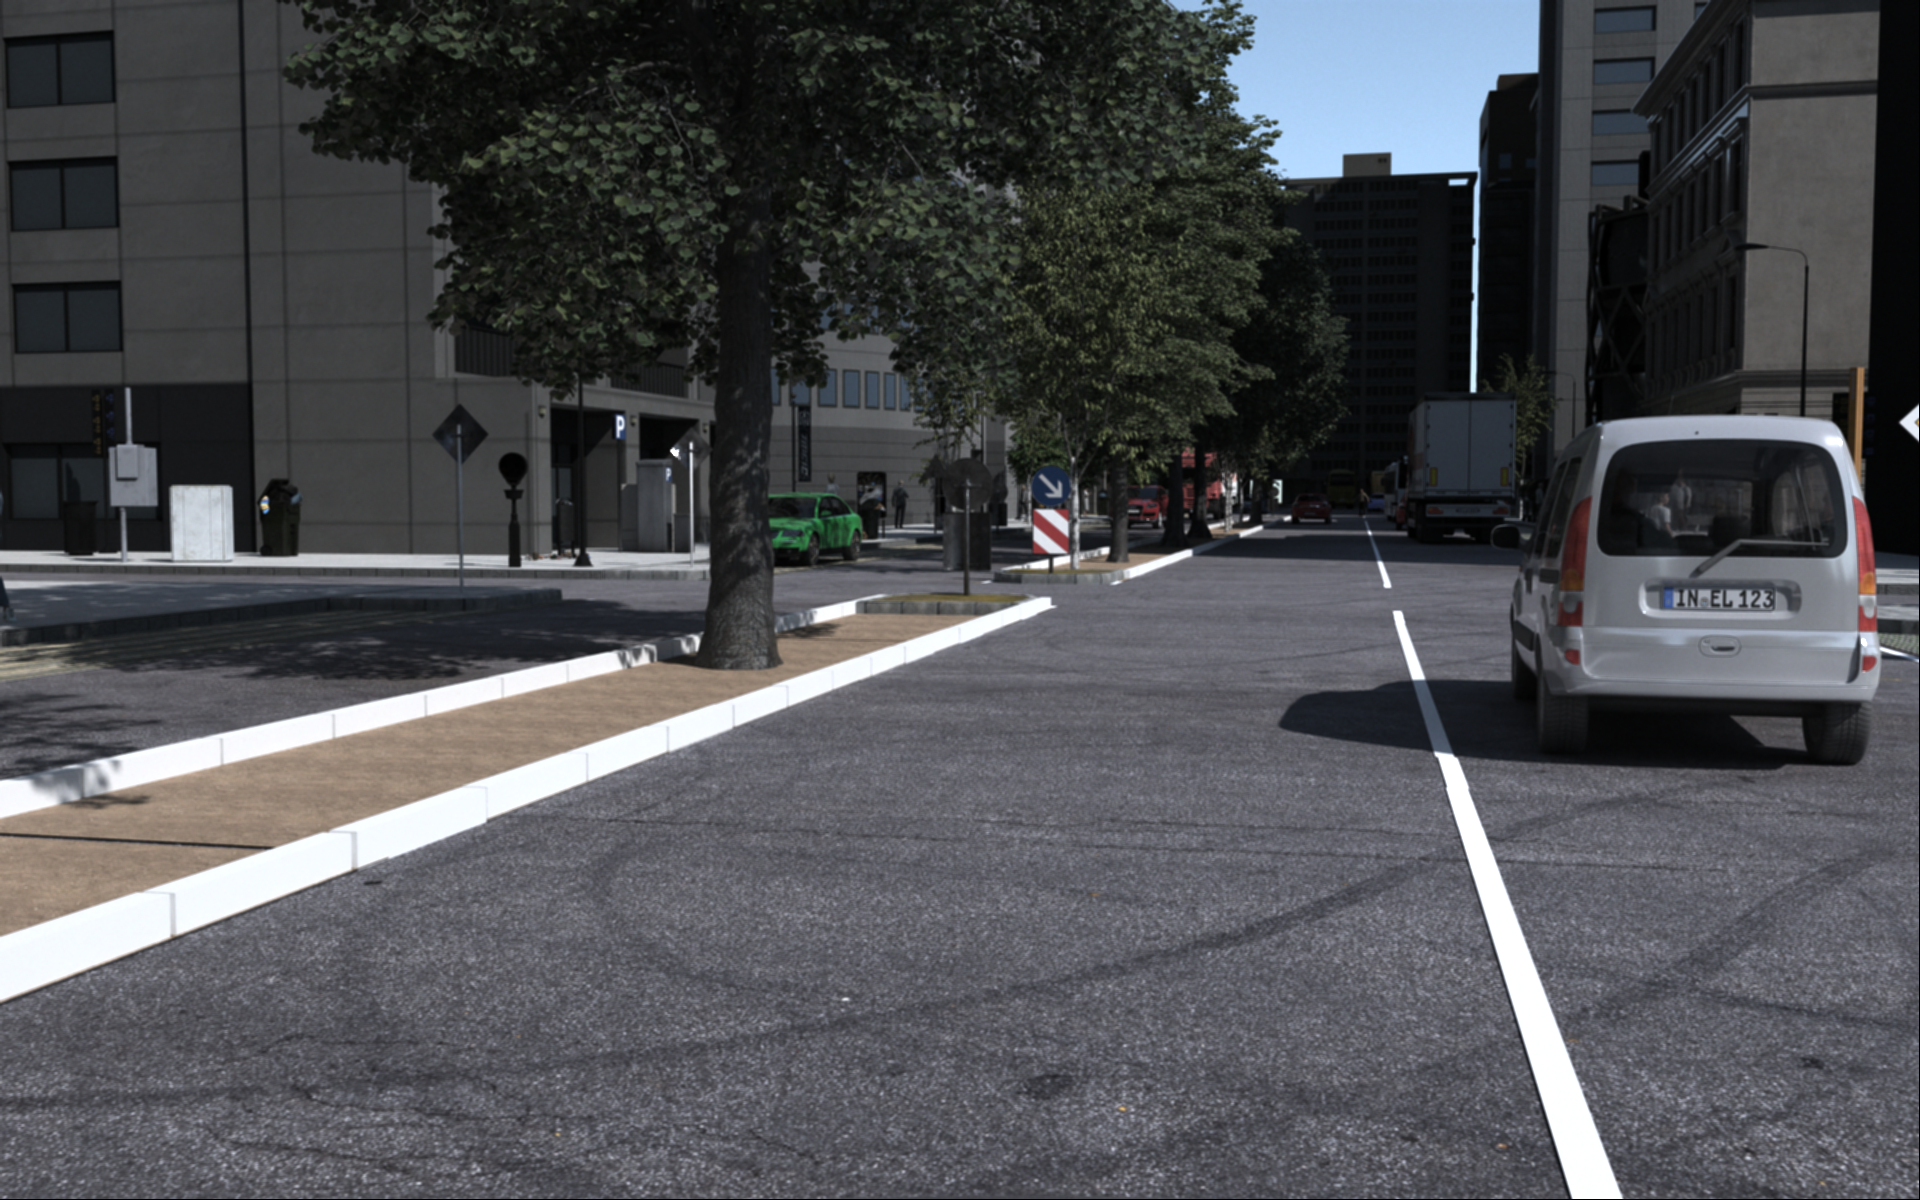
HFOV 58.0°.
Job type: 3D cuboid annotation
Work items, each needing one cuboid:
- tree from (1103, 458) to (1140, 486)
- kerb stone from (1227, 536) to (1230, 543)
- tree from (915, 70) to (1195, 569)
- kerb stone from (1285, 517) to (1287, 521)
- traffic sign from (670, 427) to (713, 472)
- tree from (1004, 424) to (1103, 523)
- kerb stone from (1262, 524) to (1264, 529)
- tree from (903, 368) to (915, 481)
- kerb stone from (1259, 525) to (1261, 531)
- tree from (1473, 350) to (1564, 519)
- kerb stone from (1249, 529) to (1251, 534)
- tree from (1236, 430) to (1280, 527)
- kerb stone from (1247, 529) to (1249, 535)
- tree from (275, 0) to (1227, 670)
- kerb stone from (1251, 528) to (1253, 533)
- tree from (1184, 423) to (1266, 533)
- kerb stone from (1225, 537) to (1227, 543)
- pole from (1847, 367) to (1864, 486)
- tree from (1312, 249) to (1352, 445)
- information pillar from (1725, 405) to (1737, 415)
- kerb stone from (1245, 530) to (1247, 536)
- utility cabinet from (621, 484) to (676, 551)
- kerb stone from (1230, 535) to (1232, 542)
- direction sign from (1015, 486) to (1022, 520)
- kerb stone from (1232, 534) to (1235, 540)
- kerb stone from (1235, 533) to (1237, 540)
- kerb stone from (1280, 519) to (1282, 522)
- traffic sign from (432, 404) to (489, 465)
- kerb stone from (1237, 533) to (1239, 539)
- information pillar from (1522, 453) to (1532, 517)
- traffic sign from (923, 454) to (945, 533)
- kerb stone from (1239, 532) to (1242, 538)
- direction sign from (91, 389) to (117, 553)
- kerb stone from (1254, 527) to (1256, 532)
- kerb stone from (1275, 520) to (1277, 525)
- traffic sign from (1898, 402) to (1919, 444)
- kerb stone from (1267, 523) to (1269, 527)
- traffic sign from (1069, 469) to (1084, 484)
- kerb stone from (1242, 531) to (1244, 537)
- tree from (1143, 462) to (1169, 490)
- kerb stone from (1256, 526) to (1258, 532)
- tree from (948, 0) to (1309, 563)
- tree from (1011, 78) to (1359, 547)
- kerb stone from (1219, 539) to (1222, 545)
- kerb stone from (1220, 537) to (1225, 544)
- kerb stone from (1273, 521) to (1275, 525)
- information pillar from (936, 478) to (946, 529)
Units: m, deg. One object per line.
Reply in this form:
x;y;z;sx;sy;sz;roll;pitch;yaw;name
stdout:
6.530;-6.707;93.371;4.285;4.588;4.351;0;3;0;tree
7.718;-1.736;50.604;0.120;0.150;1.000;1;4;13;kerb stone
1.983;-4.696;29.604;4.737;8.622;4.395;0;3;0;tree
16.873;-4.184;90.605;0.120;0.150;1.000;1;4;13;kerb stone
-4.695;-1.715;30.227;0.795;2.593;0.064;1;4;13;traffic sign
3.555;-5.750;77.722;4.285;4.588;4.351;0;3;0;tree
11.838;-2.837;68.602;0.120;0.150;1.000;1;4;13;kerb stone
-0.200;-6.644;58.986;4.737;8.622;4.395;0;3;0;tree
11.372;-2.716;66.605;0.120;0.150;1.000;1;4;13;kerb stone
28.256;-8.407;87.813;4.737;8.622;4.395;0;3;0;tree
9.996;-2.349;60.594;0.120;0.150;1.000;1;4;13;kerb stone
12.218;-7.464;74.863;4.737;8.622;4.395;0;3;0;tree
9.776;-2.287;59.596;0.120;0.150;1.000;1;4;13;kerb stone
-1.827;-6.416;14.017;9.857;13.997;8.962;0;3;0;tree
10.231;-2.406;61.593;0.120;0.150;1.000;1;4;13;kerb stone
10.637;-7.045;68.011;4.360;8.622;3.978;0;3;0;tree
7.488;-1.676;49.606;0.120;0.150;1.000;1;4;13;kerb stone
14.456;-2.090;28.012;0.158;3.312;0.155;0;3;0;pole
14.383;-10.691;83.909;9.857;13.997;8.962;0;3;0;tree
20.280;-3.334;45.859;0.504;3.616;0.183;2;4;30;information pillar
9.539;-2.227;58.601;0.120;0.150;1.000;1;4;13;kerb stone
-6.950;-1.836;38.691;1.173;1.500;0.318;0;4;-6;utility cabinet
7.940;-1.799;51.608;0.120;0.150;1.000;1;4;13;kerb stone
2.924;-5.794;86.734;0.379;3.537;0.876;0;4;8;direction sign
8.178;-1.854;52.610;0.120;0.150;1.000;1;4;13;kerb stone
8.407;-1.921;53.606;0.120;0.150;1.000;1;4;13;kerb stone
15.505;-3.818;84.614;0.120;0.150;1.000;1;4;13;kerb stone
-6.476;-1.239;22.442;0.795;2.593;0.064;1;4;13;traffic sign
8.637;-1.980;54.603;0.120;0.150;1.000;1;4;13;kerb stone
31.802;-6.463;97.031;0.504;3.616;0.183;0;4;7;information pillar
-0.806;-3.453;56.467;0.884;2.594;0.081;1;4;17;traffic sign
8.868;-2.040;55.608;0.120;0.150;1.000;1;4;13;kerb stone
-18.496;-2.782;37.479;0.876;3.537;0.379;2;4;34;direction sign
10.688;-2.533;63.602;0.120;0.150;1.000;1;4;13;kerb stone
14.350;-3.510;79.607;0.120;0.150;1.000;1;4;13;kerb stone
10.477;-1.001;18.556;0.795;2.593;0.064;1;4;13;traffic sign
12.749;-3.083;72.605;0.120;0.150;1.000;1;4;13;kerb stone
5.879;-5.345;87.490;0.768;2.556;0.104;1;4;17;traffic sign
9.096;-2.101;56.605;0.120;0.150;1.000;1;4;13;kerb stone
10.942;-7.746;110.361;4.285;4.588;4.351;0;3;0;tree
10.922;-2.593;64.597;0.120;0.150;1.000;1;4;13;kerb stone
3.301;-7.070;36.185;7.486;12.596;7.792;0;3;0;tree
5.840;-7.780;46.662;9.611;12.733;9.660;0;3;0;tree
7.028;-1.544;47.614;0.120;0.150;1.000;1;4;13;kerb stone
7.258;-1.614;48.610;0.120;0.150;1.000;1;4;13;kerb stone
13.898;-3.389;77.612;0.120;0.150;1.000;1;4;13;kerb stone
-0.715;-3.578;62.995;0.304;2.012;0.304;-2;4;-32;information pillar
